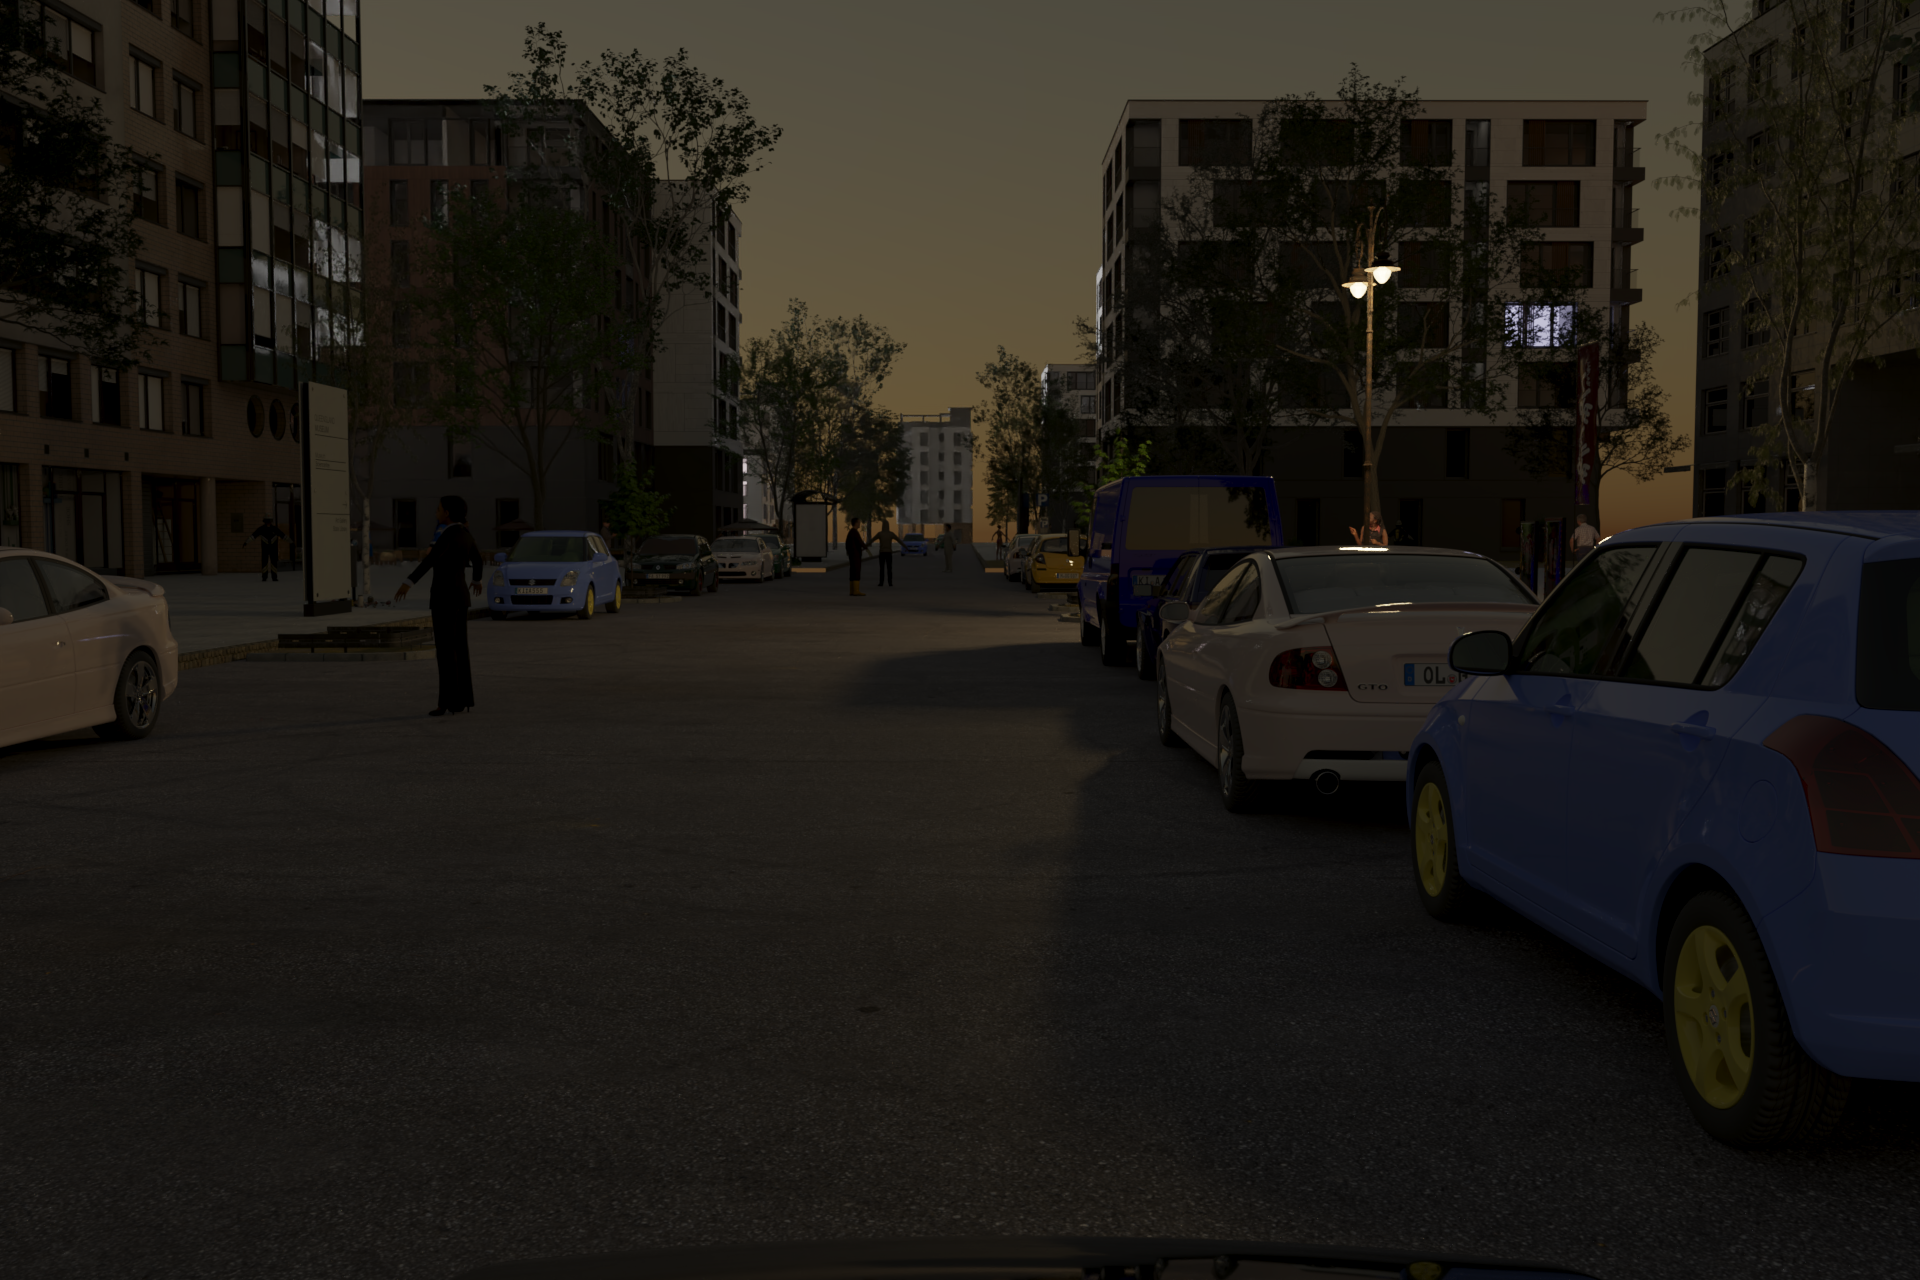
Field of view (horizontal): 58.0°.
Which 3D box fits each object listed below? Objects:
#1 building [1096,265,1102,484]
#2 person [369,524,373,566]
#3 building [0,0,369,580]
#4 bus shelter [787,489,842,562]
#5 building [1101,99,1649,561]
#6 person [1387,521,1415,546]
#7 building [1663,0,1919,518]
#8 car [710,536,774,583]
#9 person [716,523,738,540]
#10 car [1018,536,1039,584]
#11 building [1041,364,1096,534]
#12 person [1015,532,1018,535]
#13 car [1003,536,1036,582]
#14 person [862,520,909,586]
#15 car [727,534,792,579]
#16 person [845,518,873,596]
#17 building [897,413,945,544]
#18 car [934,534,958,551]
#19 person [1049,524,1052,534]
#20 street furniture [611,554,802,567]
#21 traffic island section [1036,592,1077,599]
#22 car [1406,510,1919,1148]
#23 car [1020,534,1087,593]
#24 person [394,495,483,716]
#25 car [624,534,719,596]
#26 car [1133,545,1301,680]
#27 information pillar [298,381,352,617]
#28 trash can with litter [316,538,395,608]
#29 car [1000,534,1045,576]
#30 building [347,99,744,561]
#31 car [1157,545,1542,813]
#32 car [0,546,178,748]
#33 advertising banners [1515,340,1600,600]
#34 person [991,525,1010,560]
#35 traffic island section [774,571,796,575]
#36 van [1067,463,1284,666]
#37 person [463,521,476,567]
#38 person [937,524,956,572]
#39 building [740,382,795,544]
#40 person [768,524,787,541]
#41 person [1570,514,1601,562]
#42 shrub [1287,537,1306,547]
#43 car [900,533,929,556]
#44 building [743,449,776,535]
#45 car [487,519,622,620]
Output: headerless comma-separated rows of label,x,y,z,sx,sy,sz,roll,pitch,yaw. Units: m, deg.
building,24.665,-18.048,139.064,27.936,21.610,32.646,0,3,0
person,-23.551,-3.835,68.830,0.704,1.817,1.347,-2,4,-23
building,-32.706,-14.459,42.971,21.656,26.213,47.522,0,4,1
bus shelter,-6.792,-5.351,81.413,2.014,3.302,5.546,0,4,1
building,21.737,-15.548,98.192,27.936,21.610,32.646,0,4,0
person,18.810,-4.187,74.231,1.354,1.856,0.705,2,4,31
building,28.707,-13.843,44.743,11.959,24.771,22.079,0,4,0
car,-6.658,-2.418,51.899,2.083,1.381,4.827,0,3,0
person,-11.593,-4.926,86.691,1.345,1.843,0.704,-1,4,-19
car,2.649,-2.201,47.995,2.014,1.417,4.499,0,4,-1
building,24.343,-23.273,224.494,27.936,21.610,32.646,0,4,0
person,3.652,-5.806,100.701,1.354,1.858,0.705,-2,4,-30
car,2.380,-2.514,53.470,2.083,1.381,4.827,0,4,0
person,-2.041,-2.378,47.467,1.348,1.813,0.705,-1,4,-9
car,-6.592,-2.763,56.974,2.131,1.459,4.920,0,3,0
person,-2.397,-1.930,40.147,0.704,1.812,1.346,-2,4,-27
building,-9.254,-24.700,262.715,11.380,20.090,16.016,0,4,6
car,-1.221,-8.379,148.793,2.131,1.459,4.920,0,3,0
person,4.723,-5.208,91.344,0.705,1.806,1.347,1,4,16
street furniture,-11.527,-3.247,68.711,10.072,0.657,5.734,2,4,30
traffic island section,2.729,-0.994,39.120,1.991,0.108,1.994,0,4,0
car,2.585,0.260,5.347,1.945,1.707,3.694,0,4,-1
car,2.535,-2.019,43.227,2.015,1.641,3.980,0,4,-1
person,-4.115,-0.281,13.779,0.721,1.740,1.216,1,4,14
car,-6.824,-1.922,41.204,2.009,1.686,4.222,0,4,0
car,2.605,-0.201,15.866,1.945,1.354,3.894,0,4,0
information pillar,-10.078,-2.215,27.528,0.184,3.620,1.656,0,4,0
trash can with litter,-10.741,-1.227,31.114,1.678,1.210,2.233,0,4,-1
car,2.443,-2.852,58.431,2.131,1.459,4.920,0,4,-1
building,-28.269,-15.538,98.021,27.936,21.610,32.646,0,3,0
car,2.284,0.128,10.272,2.083,1.381,4.827,0,3,0
car,-6.624,0.098,10.752,2.083,1.381,4.827,0,3,0
advertising banners,5.748,-1.256,16.729,0.090,3.025,2.074,0,4,0
person,1.994,-4.803,85.336,1.217,1.733,0.721,3,5,43
traffic island section,-6.873,-2.382,61.806,1.991,0.108,1.994,0,4,0
van,2.479,-0.983,20.453,2.240,2.365,5.245,0,4,-1
person,-19.041,-3.711,66.895,0.704,1.802,1.346,0,4,7
person,-0.464,-3.461,65.238,0.705,1.806,1.347,-2,4,-30
building,-26.970,-22.019,216.436,16.016,20.090,11.380,0,4,1
person,-9.648,-5.128,90.120,1.348,1.796,0.705,0,4,4
person,13.483,-1.865,37.481,0.756,1.711,0.436,0,4,-7
shrub,13.918,-3.718,71.902,1.383,1.207,1.383,0,3,0
car,-2.987,-6.310,112.754,1.945,1.707,3.694,0,3,0
building,-24.147,-14.843,184.836,9.099,9.664,28.070,0,4,-1
car,-7.009,-1.254,30.091,1.945,1.707,3.694,0,4,0
